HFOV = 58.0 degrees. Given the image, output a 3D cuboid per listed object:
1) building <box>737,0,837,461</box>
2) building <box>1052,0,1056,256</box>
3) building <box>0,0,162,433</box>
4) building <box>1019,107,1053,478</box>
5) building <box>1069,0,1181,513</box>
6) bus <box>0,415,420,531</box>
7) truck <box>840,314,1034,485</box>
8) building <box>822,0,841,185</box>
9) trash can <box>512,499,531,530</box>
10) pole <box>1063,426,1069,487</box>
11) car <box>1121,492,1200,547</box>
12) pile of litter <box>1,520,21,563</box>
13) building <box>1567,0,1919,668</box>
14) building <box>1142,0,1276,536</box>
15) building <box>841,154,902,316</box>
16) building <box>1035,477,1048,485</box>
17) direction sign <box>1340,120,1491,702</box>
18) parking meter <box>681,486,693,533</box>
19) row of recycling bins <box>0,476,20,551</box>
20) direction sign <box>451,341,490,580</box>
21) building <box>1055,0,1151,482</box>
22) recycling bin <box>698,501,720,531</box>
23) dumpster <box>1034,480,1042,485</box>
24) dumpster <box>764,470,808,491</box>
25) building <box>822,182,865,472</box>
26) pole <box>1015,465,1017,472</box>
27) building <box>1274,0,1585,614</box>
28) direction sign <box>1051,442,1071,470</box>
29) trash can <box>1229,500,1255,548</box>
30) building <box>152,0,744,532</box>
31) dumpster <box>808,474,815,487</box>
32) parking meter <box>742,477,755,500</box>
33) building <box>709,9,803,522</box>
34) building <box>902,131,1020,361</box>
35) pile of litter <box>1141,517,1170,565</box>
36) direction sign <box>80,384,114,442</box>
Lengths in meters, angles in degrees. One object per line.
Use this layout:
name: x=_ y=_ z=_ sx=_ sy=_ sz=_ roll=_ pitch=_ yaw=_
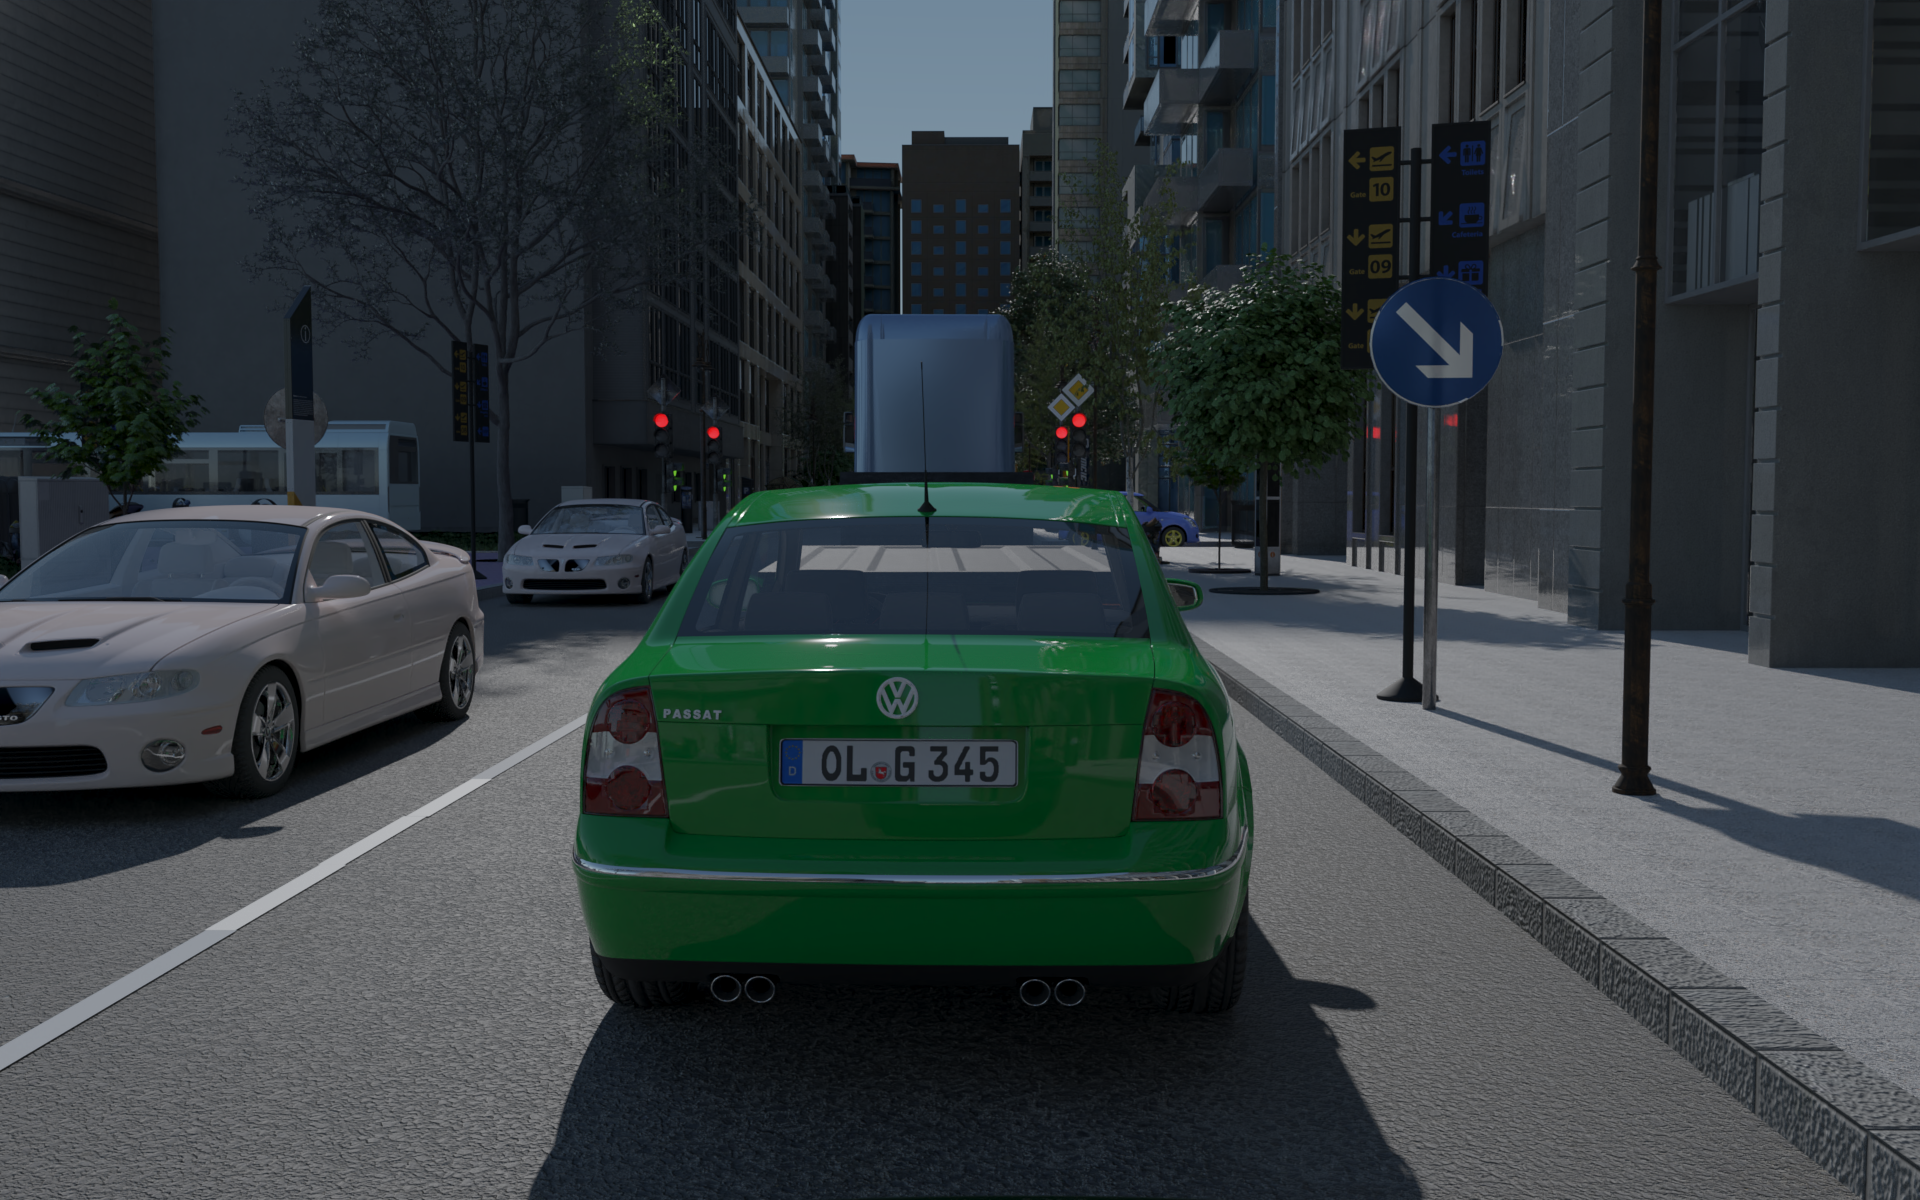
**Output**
building: x=-21.646 y=-31.717 z=138.184 sx=23.786 sy=49.044 sz=30.456 roll=0 pitch=4 yaw=0
building: x=18.854 y=-37.601 z=156.781 sx=21.231 sy=58.520 sz=28.212 roll=0 pitch=4 yaw=0
building: x=-40.091 y=-16.483 z=56.883 sx=23.554 sy=28.519 sz=14.401 roll=0 pitch=4 yaw=0
building: x=18.117 y=-36.485 z=220.223 sx=21.600 sy=48.544 sz=21.300 roll=0 pitch=4 yaw=0
building: x=18.209 y=-48.123 z=99.486 sx=22.319 sy=86.520 sz=31.000 roll=0 pitch=4 yaw=0
bus: x=-20.814 y=-3.022 z=44.275 sx=13.247 sy=3.499 sz=2.948 roll=0 pitch=3 yaw=0
truck: x=-0.259 y=-1.861 z=20.186 sx=2.967 sy=4.110 sz=18.799 roll=0 pitch=4 yaw=-1
building: x=-24.737 y=-53.286 z=183.891 sx=31.000 sy=86.520 sz=22.319 roll=0 pitch=4 yaw=0
trash can: x=-12.488 y=-2.276 z=48.858 sx=0.748 sy=1.137 sz=0.748 roll=0 pitch=3 yaw=0
pole: x=3.191 y=-3.567 z=52.172 sx=0.158 sy=3.312 sz=0.155 roll=0 pitch=3 yaw=0
car: x=4.415 y=-2.183 z=45.286 sx=3.694 sy=1.707 sz=1.945 roll=0 pitch=4 yaw=2
pile of litter: x=-16.501 y=-1.029 z=30.783 sx=1.719 sy=0.858 sz=1.176 roll=-3 pitch=4 yaw=-38
building: x=11.260 y=-13.699 z=1.479 sx=11.434 sy=29.767 sz=29.804 roll=0 pitch=4 yaw=0
building: x=21.766 y=-26.968 z=60.529 sx=30.456 sy=49.044 sz=23.786 roll=0 pitch=4 yaw=0
building: x=-21.812 y=-34.677 z=221.589 sx=28.867 sy=44.769 sz=22.147 roll=0 pitch=4 yaw=0
building: x=24.221 y=-30.059 z=183.348 sx=32.217 sy=40.220 sz=23.993 roll=0 pitch=4 yaw=0
direction sign: x=2.801 y=-1.146 z=10.733 sx=0.876 sy=3.537 sz=0.379 roll=1 pitch=4 yaw=19
parking meter: x=-8.922 y=-2.944 z=56.550 sx=0.372 sy=1.533 sz=0.369 roll=0 pitch=3 yaw=0
row of recycling bins: x=-21.979 y=-2.008 z=39.936 sx=1.069 sy=1.692 sz=3.534 roll=-1 pitch=4 yaw=-15
direction sign: x=-7.333 y=-2.081 z=26.026 sx=0.379 sy=3.537 sz=0.876 roll=1 pitch=4 yaw=20
building: x=14.394 y=-27.670 z=135.994 sx=14.154 sy=41.232 sz=14.086 roll=0 pitch=4 yaw=0
recycling bin: x=-8.866 y=-2.971 z=61.136 sx=0.722 sy=1.027 sz=0.722 roll=0 pitch=4 yaw=-6
dumpster: x=3.673 y=-5.572 z=93.598 sx=1.502 sy=2.255 sz=1.985 roll=0 pitch=4 yaw=1
dumpster: x=-7.105 y=-4.132 z=70.045 sx=1.502 sy=2.255 sz=1.985 roll=0 pitch=4 yaw=0
building: x=-16.320 y=-23.826 z=161.255 sx=14.160 sy=30.474 sz=14.107 roll=0 pitch=4 yaw=0
pole: x=3.495 y=-7.027 z=108.742 sx=0.158 sy=3.312 sz=0.155 roll=0 pitch=3 yaw=0
building: x=12.581 y=-12.747 z=26.441 sx=12.078 sy=24.808 sz=19.932 roll=0 pitch=4 yaw=0
direction sign: x=4.329 y=-5.034 z=74.305 sx=0.876 sy=3.537 sz=0.379 roll=0 pitch=4 yaw=-8
trash can: x=6.749 y=-1.802 z=41.119 sx=0.748 sy=1.137 sz=0.748 roll=0 pitch=3 yaw=0
building: x=-16.441 y=-16.446 z=62.406 sx=14.314 sy=27.812 sz=24.014 roll=0 pitch=4 yaw=0
dumpster: x=-7.067 y=-4.464 z=75.482 sx=1.502 sy=2.255 sz=1.985 roll=0 pitch=4 yaw=1
parking meter: x=-7.104 y=-3.207 z=58.144 sx=0.399 sy=1.863 sz=0.255 roll=1 pitch=4 yaw=18
building: x=-19.648 y=-17.576 z=91.885 sx=19.350 sy=26.468 sz=34.151 roll=0 pitch=4 yaw=0
building: x=0.150 y=-34.652 z=216.676 sx=14.200 sy=45.320 sz=14.600 roll=0 pitch=4 yaw=0
pile of litter: x=3.282 y=-1.098 z=31.921 sx=1.176 sy=0.858 sz=1.719 roll=0 pitch=4 yaw=7
direction sign: x=-17.549 y=-2.660 z=35.483 sx=0.379 sy=3.537 sz=0.876 roll=2 pitch=4 yaw=33
